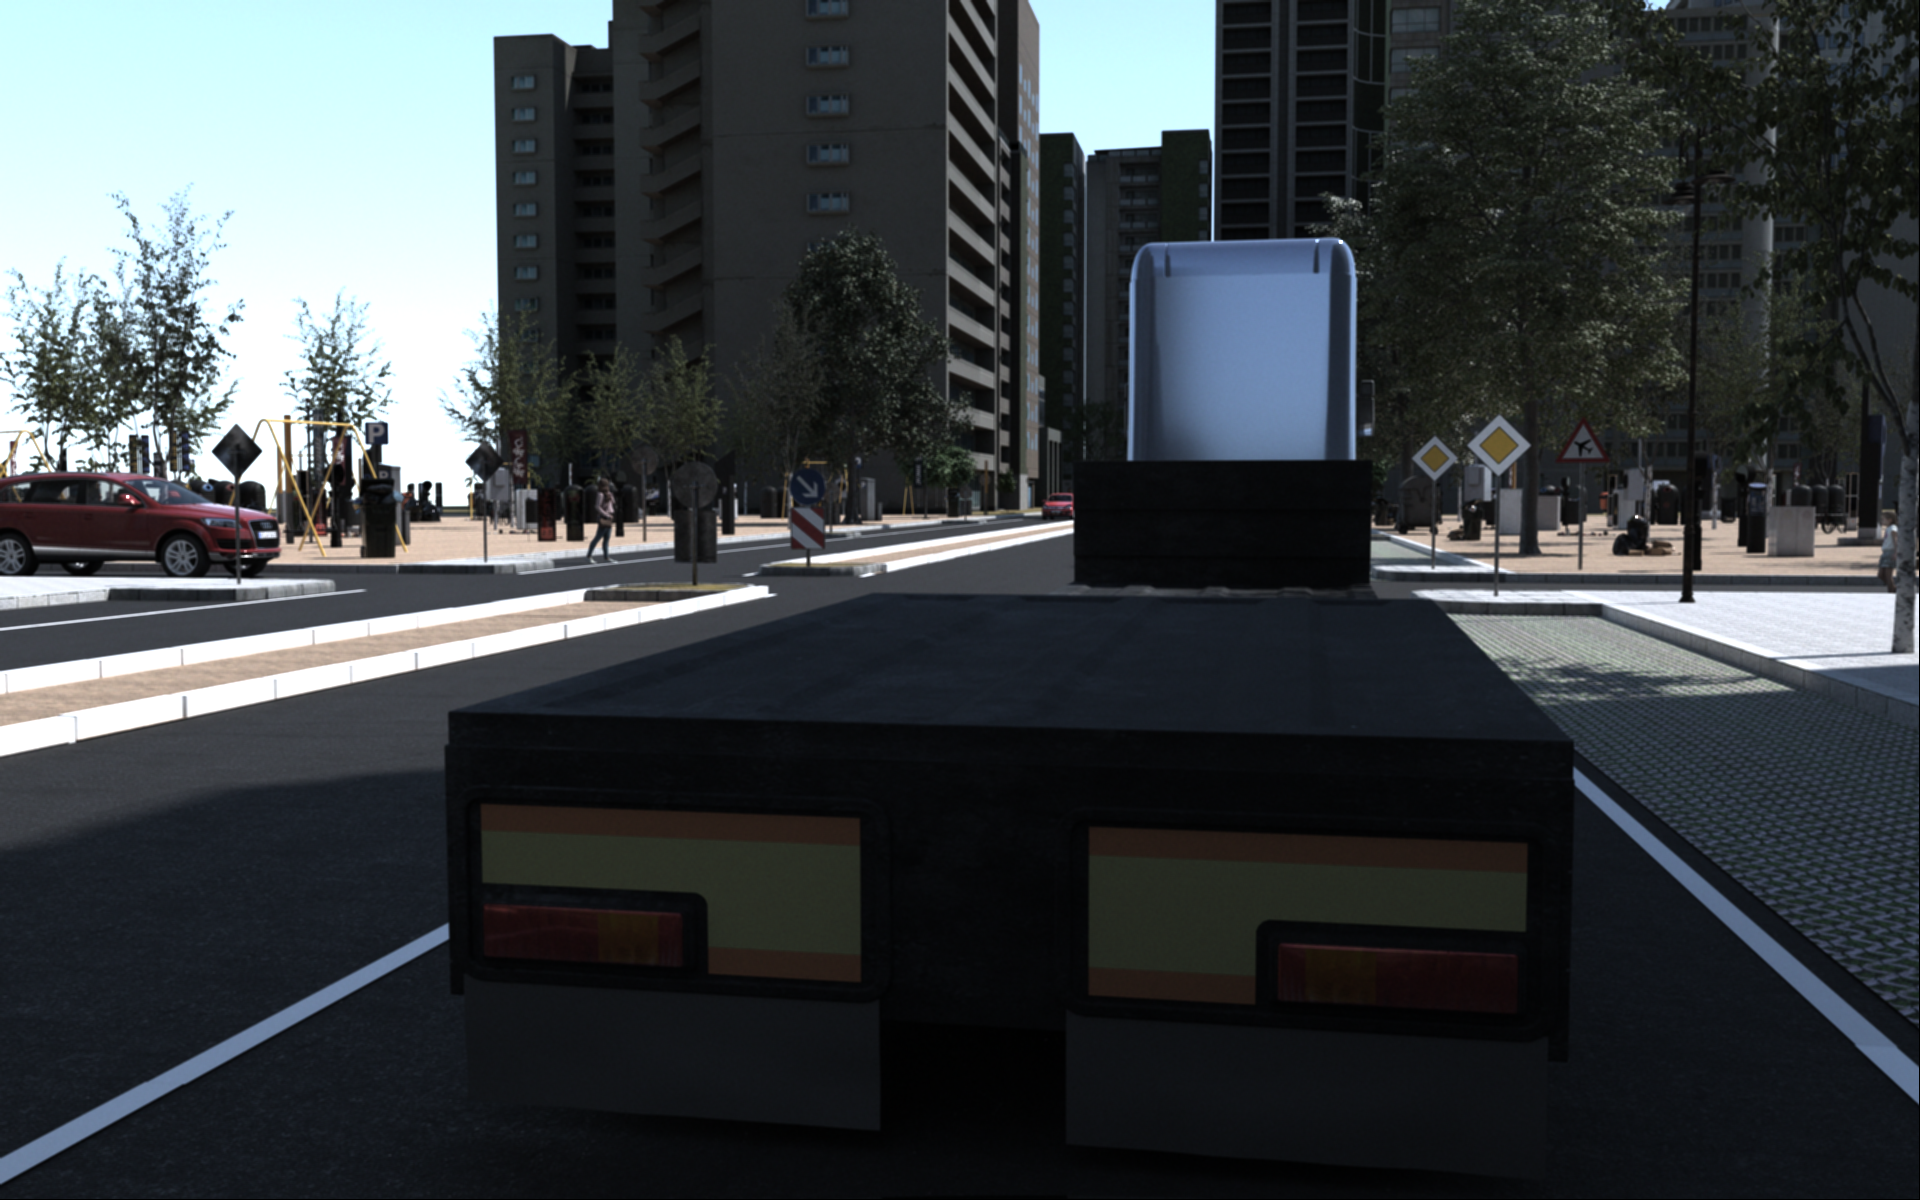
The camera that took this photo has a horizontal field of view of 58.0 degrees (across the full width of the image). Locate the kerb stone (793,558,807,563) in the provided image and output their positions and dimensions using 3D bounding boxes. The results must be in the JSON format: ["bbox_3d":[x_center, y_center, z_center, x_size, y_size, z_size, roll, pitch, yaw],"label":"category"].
[{"bbox_3d":[-3.215,-0.701,33.653,0.120,0.150,1.000,1,4,10],"label":"kerb stone"}]

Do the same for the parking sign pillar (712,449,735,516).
[{"bbox_3d":[-13.983,-6.976,102.533,1.447,3.967,1.447,-2,4,-24],"label":"parking sign pillar"}]

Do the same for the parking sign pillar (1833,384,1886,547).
[{"bbox_3d":[22.601,-3.330,42.920,1.447,3.967,1.447,2,4,33],"label":"parking sign pillar"}]

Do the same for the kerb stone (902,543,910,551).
[{"bbox_3d":[-1.473,-1.318,43.751,0.120,0.150,1.000,1,4,10],"label":"kerb stone"}]

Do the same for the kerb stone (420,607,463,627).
[{"bbox_3d":[-5.749,0.198,18.962,0.120,0.150,1.000,1,4,10],"label":"kerb stone"}]

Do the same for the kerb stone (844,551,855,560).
[{"bbox_3d":[-2.519,-0.941,37.694,0.120,0.150,1.000,1,4,10],"label":"kerb stone"}]

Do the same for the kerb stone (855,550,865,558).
[{"bbox_3d":[-2.345,-1.010,38.701,0.120,0.150,1.000,1,4,10],"label":"kerb stone"}]

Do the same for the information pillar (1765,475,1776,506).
[{"bbox_3d":[30.717,-3.744,65.703,0.304,2.012,0.304,3,5,44],"label":"information pillar"}]

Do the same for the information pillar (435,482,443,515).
[{"bbox_3d":[-32.435,-6.319,107.807,0.304,2.012,0.304,2,4,28],"label":"information pillar"}]

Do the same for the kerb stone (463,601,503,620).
[{"bbox_3d":[-5.576,0.143,19.969,0.120,0.150,1.000,1,4,10],"label":"kerb stone"}]

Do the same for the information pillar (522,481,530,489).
[{"bbox_3d":[-22.661,-5.263,90.534,0.304,2.012,0.304,1,4,20],"label":"information pillar"}]

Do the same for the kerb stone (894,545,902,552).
[{"bbox_3d":[-1.651,-1.255,42.742,0.120,0.150,1.000,1,4,10],"label":"kerb stone"}]

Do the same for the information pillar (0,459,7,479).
[{"bbox_3d":[-63.847,-7.604,115.688,0.183,3.616,0.504,2,4,24],"label":"information pillar"}]

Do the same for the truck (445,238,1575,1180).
[{"bbox_3d":[1.848,-1.406,12.746,2.967,4.110,18.799,1,4,11],"label":"truck"}]

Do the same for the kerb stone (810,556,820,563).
[{"bbox_3d":[-3.044,-0.763,34.665,0.120,0.150,1.000,1,4,10],"label":"kerb stone"}]

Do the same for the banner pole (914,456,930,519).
[{"bbox_3d":[-1.980,-6.056,89.032,0.863,3.779,0.401,0,4,-2],"label":"banner pole"}]

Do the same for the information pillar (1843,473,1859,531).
[{"bbox_3d":[31.103,-3.421,60.424,0.304,2.012,0.304,0,4,-2],"label":"information pillar"}]

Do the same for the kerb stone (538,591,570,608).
[{"bbox_3d":[-5.243,0.013,21.990,0.120,0.150,1.000,1,4,10],"label":"kerb stone"}]

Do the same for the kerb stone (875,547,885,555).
[{"bbox_3d":[-1.988,-1.130,40.721,0.120,0.150,1.000,1,4,10],"label":"kerb stone"}]

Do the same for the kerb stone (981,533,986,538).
[{"bbox_3d":[0.621,-2.061,55.895,0.120,0.150,1.000,1,4,10],"label":"kerb stone"}]

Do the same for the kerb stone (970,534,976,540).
[{"bbox_3d":[0.274,-1.937,53.869,0.120,0.150,1.000,1,4,10],"label":"kerb stone"}]

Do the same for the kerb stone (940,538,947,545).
[{"bbox_3d":[-0.597,-1.628,48.808,0.120,0.150,1.000,1,4,10],"label":"kerb stone"}]

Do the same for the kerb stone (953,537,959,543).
[{"bbox_3d":[-0.252,-1.752,50.834,0.120,0.150,1.000,1,4,10],"label":"kerb stone"}]

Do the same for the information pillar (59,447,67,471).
[{"bbox_3d":[-44.757,-5.820,86.507,0.183,3.616,0.504,1,4,12],"label":"information pillar"}]

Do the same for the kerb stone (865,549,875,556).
[{"bbox_3d":[-2.172,-1.072,39.716,0.120,0.150,1.000,1,4,10],"label":"kerb stone"}]

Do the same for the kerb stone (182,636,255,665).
[{"bbox_3d":[-6.446,0.444,14.932,0.120,0.150,1.000,1,4,10],"label":"kerb stone"}]

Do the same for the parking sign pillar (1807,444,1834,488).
[{"bbox_3d":[44.034,-6.119,88.519,1.447,3.967,1.447,0,4,7],"label":"parking sign pillar"}]

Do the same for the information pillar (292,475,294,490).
[{"bbox_3d":[-25.129,-3.707,65.094,0.304,2.012,0.304,2,4,33],"label":"information pillar"}]

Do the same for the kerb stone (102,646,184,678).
[{"bbox_3d":[-6.626,0.508,13.926,0.120,0.150,1.000,1,4,10],"label":"kerb stone"}]

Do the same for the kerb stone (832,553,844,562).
[{"bbox_3d":[-2.688,-0.886,36.685,0.120,0.150,1.000,1,4,10],"label":"kerb stone"}]

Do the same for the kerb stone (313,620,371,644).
[{"bbox_3d":[-6.104,0.321,16.949,0.120,0.150,1.000,1,4,10],"label":"kerb stone"}]

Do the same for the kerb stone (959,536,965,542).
[{"bbox_3d":[-0.080,-1.813,51.842,0.120,0.150,1.000,1,4,10],"label":"kerb stone"}]

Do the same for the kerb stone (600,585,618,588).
[{"bbox_3d":[-4.878,-0.106,24.006,0.120,0.150,1.000,1,4,10],"label":"kerb stone"}]

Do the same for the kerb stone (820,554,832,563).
[{"bbox_3d":[-2.869,-0.824,35.672,0.120,0.150,1.000,1,4,10],"label":"kerb stone"}]

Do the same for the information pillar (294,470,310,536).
[{"bbox_3d":[-20.248,-2.993,53.426,0.304,2.012,0.304,-1,4,-12],"label":"information pillar"}]

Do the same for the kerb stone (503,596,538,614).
[{"bbox_3d":[-5.412,0.074,20.982,0.120,0.150,1.000,1,4,10],"label":"kerb stone"}]

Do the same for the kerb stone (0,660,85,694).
[{"bbox_3d":[-6.802,0.568,12.917,0.120,0.150,1.000,1,4,10],"label":"kerb stone"}]

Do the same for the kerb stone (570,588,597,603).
[{"bbox_3d":[-5.063,-0.049,22.996,0.120,0.150,1.000,1,4,10],"label":"kerb stone"}]

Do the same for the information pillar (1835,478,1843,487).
[{"bbox_3d":[40.820,-4.642,80.385,0.304,2.012,0.304,0,4,0],"label":"information pillar"}]

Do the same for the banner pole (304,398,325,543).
[{"bbox_3d":[-16.754,-3.363,45.005,0.863,3.779,0.401,2,4,32],"label":"banner pole"}]

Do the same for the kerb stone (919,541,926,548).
[{"bbox_3d":[-1.131,-1.438,45.783,0.120,0.150,1.000,1,4,10],"label":"kerb stone"}]

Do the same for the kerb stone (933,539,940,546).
[{"bbox_3d":[-0.766,-1.566,47.800,0.120,0.150,1.000,1,4,10],"label":"kerb stone"}]

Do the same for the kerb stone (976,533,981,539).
[{"bbox_3d":[0.449,-1.998,54.880,0.120,0.150,1.000,1,4,10],"label":"kerb stone"}]

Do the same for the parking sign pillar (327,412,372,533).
[{"bbox_3d":[-20.488,-4.225,57.551,1.447,3.967,1.447,-1,4,-23],"label":"parking sign pillar"}]

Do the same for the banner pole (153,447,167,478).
[{"bbox_3d":[-42.053,-6.193,91.274,0.863,3.779,0.401,-2,4,-30],"label":"banner pole"}]

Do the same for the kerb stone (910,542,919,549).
[{"bbox_3d":[-1.293,-1.381,44.771,0.120,0.150,1.000,1,4,10],"label":"kerb stone"}]

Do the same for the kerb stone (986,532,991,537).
[{"bbox_3d":[0.795,-2.123,56.904,0.120,0.150,1.000,1,4,10],"label":"kerb stone"}]

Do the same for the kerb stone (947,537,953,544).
[{"bbox_3d":[-0.420,-1.689,49.823,0.120,0.150,1.000,1,4,10],"label":"kerb stone"}]

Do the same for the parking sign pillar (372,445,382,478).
[{"bbox_3d":[-25.165,-5.243,74.203,1.447,3.967,1.447,0,4,1],"label":"parking sign pillar"}]

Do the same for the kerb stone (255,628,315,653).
[{"bbox_3d":[-6.285,0.386,15.942,0.120,0.150,1.000,1,4,10],"label":"kerb stone"}]

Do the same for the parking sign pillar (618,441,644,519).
[{"bbox_3d":[-16.738,-6.100,88.199,1.447,3.967,1.447,-3,4,-37],"label":"parking sign pillar"}]

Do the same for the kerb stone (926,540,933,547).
[{"bbox_3d":[-0.949,-1.504,46.789,0.120,0.150,1.000,1,4,10],"label":"kerb stone"}]

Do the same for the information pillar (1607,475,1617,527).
[{"bbox_3d":[25.351,-3.843,67.320,0.304,2.012,0.304,2,4,26],"label":"information pillar"}]

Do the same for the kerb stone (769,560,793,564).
[{"bbox_3d":[-3.394,-0.636,32.644,0.120,0.150,1.000,1,4,10],"label":"kerb stone"}]

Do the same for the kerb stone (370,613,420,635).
[{"bbox_3d":[-5.924,0.259,17.955,0.120,0.150,1.000,1,4,10],"label":"kerb stone"}]

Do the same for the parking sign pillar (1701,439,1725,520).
[{"bbox_3d":[37.290,-5.956,85.853,1.447,3.967,1.447,-3,5,-43],"label":"parking sign pillar"}]

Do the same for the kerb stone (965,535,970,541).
[{"bbox_3d":[0.095,-1.872,52.863,0.120,0.150,1.000,1,4,10],"label":"kerb stone"}]

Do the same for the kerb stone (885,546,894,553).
[{"bbox_3d":[-1.824,-1.194,41.731,0.120,0.150,1.000,1,4,10],"label":"kerb stone"}]
